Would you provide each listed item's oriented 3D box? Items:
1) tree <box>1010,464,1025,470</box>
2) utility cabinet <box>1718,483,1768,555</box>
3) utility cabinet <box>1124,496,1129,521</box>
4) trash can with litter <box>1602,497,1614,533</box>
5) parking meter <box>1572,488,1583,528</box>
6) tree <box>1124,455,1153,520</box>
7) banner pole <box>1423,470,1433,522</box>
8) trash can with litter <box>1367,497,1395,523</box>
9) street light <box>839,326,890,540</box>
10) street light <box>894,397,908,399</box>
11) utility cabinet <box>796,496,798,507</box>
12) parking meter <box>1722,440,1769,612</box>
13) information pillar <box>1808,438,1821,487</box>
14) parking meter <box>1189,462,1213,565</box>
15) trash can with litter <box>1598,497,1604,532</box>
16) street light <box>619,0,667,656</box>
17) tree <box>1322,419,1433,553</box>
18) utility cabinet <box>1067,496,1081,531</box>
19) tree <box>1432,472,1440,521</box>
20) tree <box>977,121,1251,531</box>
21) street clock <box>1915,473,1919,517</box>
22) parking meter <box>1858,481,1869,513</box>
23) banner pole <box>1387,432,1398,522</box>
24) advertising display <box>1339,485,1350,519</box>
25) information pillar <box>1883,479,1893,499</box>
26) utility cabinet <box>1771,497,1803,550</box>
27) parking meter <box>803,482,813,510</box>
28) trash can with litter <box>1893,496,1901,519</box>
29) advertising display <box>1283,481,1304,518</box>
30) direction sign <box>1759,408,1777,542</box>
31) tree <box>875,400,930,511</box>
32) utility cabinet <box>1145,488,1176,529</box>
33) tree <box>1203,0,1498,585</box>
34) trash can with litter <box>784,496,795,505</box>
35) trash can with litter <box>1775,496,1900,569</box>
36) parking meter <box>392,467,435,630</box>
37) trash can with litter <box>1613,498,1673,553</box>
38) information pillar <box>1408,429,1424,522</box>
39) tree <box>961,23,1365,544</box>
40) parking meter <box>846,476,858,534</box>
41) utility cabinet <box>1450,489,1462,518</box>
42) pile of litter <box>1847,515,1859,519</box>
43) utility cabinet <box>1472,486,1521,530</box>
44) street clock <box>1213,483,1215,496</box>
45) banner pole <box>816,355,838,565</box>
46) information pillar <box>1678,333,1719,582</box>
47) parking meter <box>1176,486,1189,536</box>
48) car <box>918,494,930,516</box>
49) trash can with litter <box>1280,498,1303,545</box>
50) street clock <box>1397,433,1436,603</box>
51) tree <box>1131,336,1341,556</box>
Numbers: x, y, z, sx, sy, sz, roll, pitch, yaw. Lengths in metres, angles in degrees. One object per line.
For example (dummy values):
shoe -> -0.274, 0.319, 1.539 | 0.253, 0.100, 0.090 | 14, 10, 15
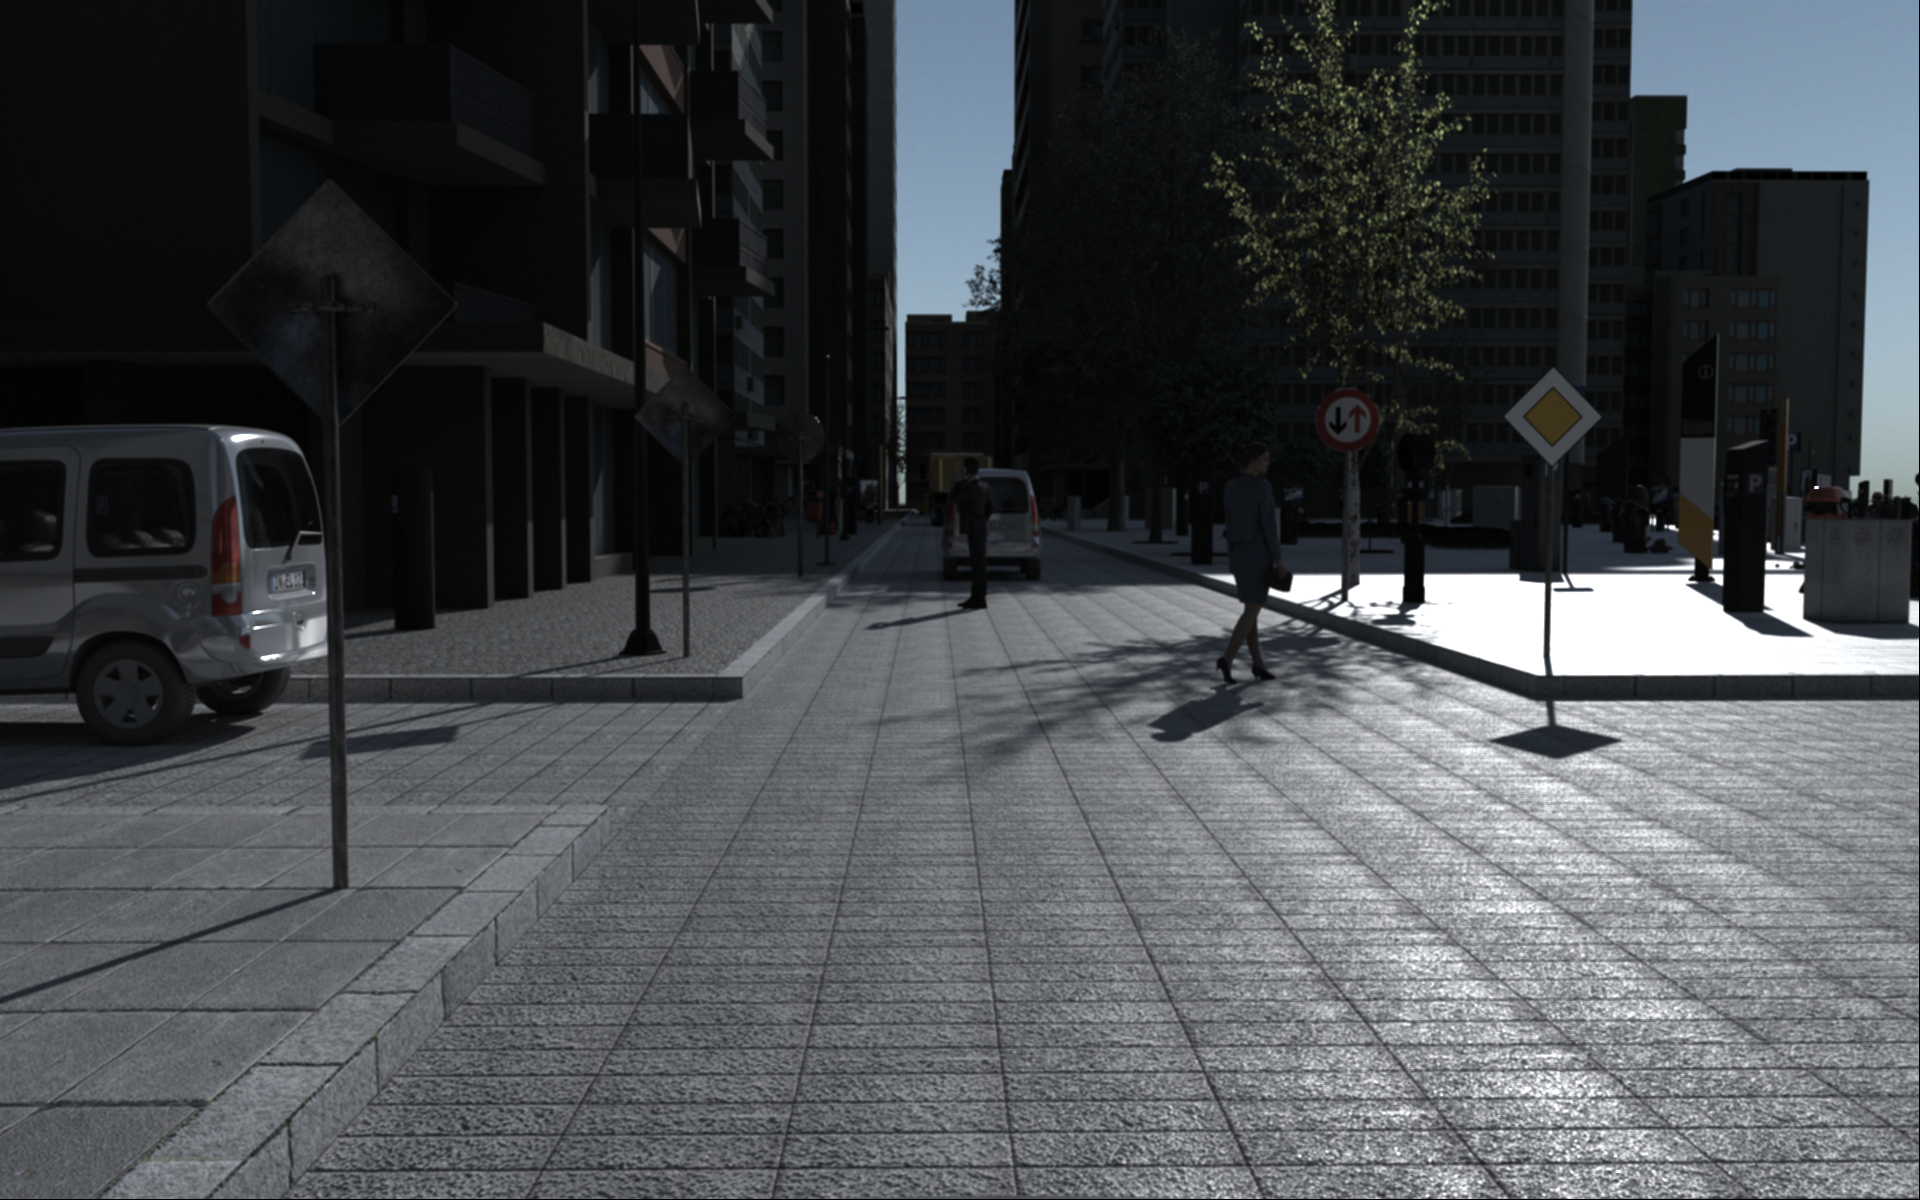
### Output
tree -> 3.634, -7.084, 110.431 | 1.663, 3.219, 1.824 | 0, 3, 0
utility cabinet -> 16.422, -1.689, 36.288 | 1.173, 1.500, 0.318 | -2, 4, -30
utility cabinet -> 7.789, -4.407, 83.212 | 0.306, 1.237, 1.020 | 2, 4, 30
trash can with litter -> 17.771, -2.115, 45.962 | 1.055, 1.170, 0.624 | 0, 4, -8
parking meter -> 23.652, -3.540, 66.297 | 0.372, 1.533, 0.369 | 0, 3, 0
tree -> 8.781, -5.615, 86.413 | 1.663, 3.219, 1.824 | 0, 3, 0
banner pole -> 21.513, -5.523, 80.325 | 0.863, 3.779, 0.401 | 1, 4, 10
trash can with litter -> 15.345, -3.186, 63.477 | 1.055, 1.170, 0.624 | -1, 4, -15
street light -> -2.654, -4.612, 47.949 | 1.470, 5.913, 1.316 | 0, 4, -1
street light -> -3.199, -6.744, 82.799 | 1.470, 5.913, 1.316 | 0, 4, -1
utility cabinet -> -7.777, -4.682, 87.709 | 1.020, 1.237, 0.306 | 1, 4, 20
parking meter -> 8.544, -0.804, 18.860 | 0.399, 1.863, 0.255 | -1, 4, -17
information pillar -> 36.000, -4.997, 73.051 | 0.504, 3.616, 0.183 | 0, 4, -8
parking meter -> 4.378, -1.573, 31.435 | 0.399, 1.863, 0.255 | 0, 4, -2
trash can with litter -> 22.016, -2.877, 58.419 | 0.624, 1.170, 1.055 | -1, 4, -15
street light -> -2.006, -2.520, 13.743 | 1.470, 5.913, 1.316 | 0, 4, -1
tree -> 9.048, -2.652, 37.966 | 1.663, 3.219, 1.824 | 0, 3, 0
utility cabinet -> 3.964, -2.990, 60.043 | 0.306, 1.237, 1.020 | 1, 4, 15
tree -> 21.901, -5.328, 81.712 | 1.663, 3.219, 1.824 | 0, 3, 0
tree -> 5.350, -9.371, 59.875 | 9.857, 13.997, 8.962 | 0, 3, 0
street clock -> 31.352, -3.168, 56.361 | 0.471, 2.002, 0.358 | 0, 4, 1
parking meter -> 39.482, -4.281, 75.701 | 0.255, 1.863, 0.399 | -1, 4, -18
banner pole -> 17.416, -4.887, 69.916 | 0.401, 3.779, 0.863 | 1, 4, 23
advertising display -> 19.887, -5.111, 88.778 | 0.974, 1.923, 0.123 | 3, 5, 41
information pillar -> 46.124, -4.992, 86.114 | 0.304, 2.012, 0.304 | -2, 4, -35
utility cabinet -> 19.136, -1.769, 40.084 | 1.020, 1.237, 0.306 | -3, 5, -42
parking meter -> -7.136, -4.628, 81.384 | 0.399, 1.863, 0.255 | -2, 4, -27
trash can with litter -> 35.250, -3.332, 65.529 | 1.678, 1.210, 2.233 | 3, 5, 39
advertising display -> 15.936, -4.746, 82.817 | 0.974, 1.923, 0.123 | 0, 4, 0
direction sign -> 21.525, -3.315, 46.200 | 0.379, 3.537, 0.876 | 0, 4, -1
tree -> -4.651, -11.222, 133.846 | 4.737, 8.622, 4.395 | 0, 3, 0
utility cabinet -> 7.296, -3.322, 62.989 | 1.173, 1.500, 0.318 | 3, 5, 39
tree -> 5.514, -4.510, 24.097 | 4.360, 8.622, 3.978 | 0, 3, 0
trash can with litter -> -8.490, -4.429, 83.805 | 1.055, 1.170, 0.624 | 2, 4, 23
trash can with litter -> 15.026, -1.154, 29.918 | 1.678, 1.210, 2.233 | 3, 4, 37
parking meter -> -5.194, -0.493, 16.465 | 0.372, 1.533, 0.369 | 0, 3, 0
trash can with litter -> 14.979, -1.618, 37.843 | 1.055, 1.170, 0.624 | 0, 3, 0
information pillar -> 14.576, -3.919, 55.434 | 0.504, 3.616, 0.183 | 1, 4, 10
tree -> 5.226, -8.217, 44.720 | 12.009, 13.543, 11.850 | 0, 3, 0
parking meter -> -3.481, -3.042, 55.443 | 0.399, 1.863, 0.255 | 1, 4, 12
utility cabinet -> 22.404, -4.251, 78.189 | 0.318, 1.500, 1.173 | 2, 4, 27
pile of litter -> 17.733, -1.233, 34.123 | 1.719, 0.858, 1.176 | 1, 4, 18
utility cabinet -> 14.916, -2.423, 48.294 | 1.173, 1.500, 0.318 | 2, 4, 35
street clock -> 11.524, -4.581, 79.476 | 0.358, 2.002, 0.471 | 1, 4, 20
banner pole -> -2.426, -2.540, 31.542 | 0.401, 3.779, 0.863 | 0, 4, -4
information pillar -> 10.874, -2.088, 25.491 | 0.504, 3.616, 0.183 | 2, 4, 33
parking meter -> 6.827, -2.738, 53.175 | 0.372, 1.533, 0.369 | 0, 3, 0
car -> -1.861, -6.489, 116.313 | 2.015, 1.641, 3.980 | 0, 4, 0
trash can with litter -> 8.156, -1.999, 44.077 | 1.055, 1.170, 0.624 | 0, 4, -7
street clock -> 5.381, -0.973, 20.480 | 0.358, 2.002, 0.471 | -1, 4, -19
tree -> 5.192, -3.215, 36.287 | 4.285, 4.588, 4.351 | 0, 3, 0
